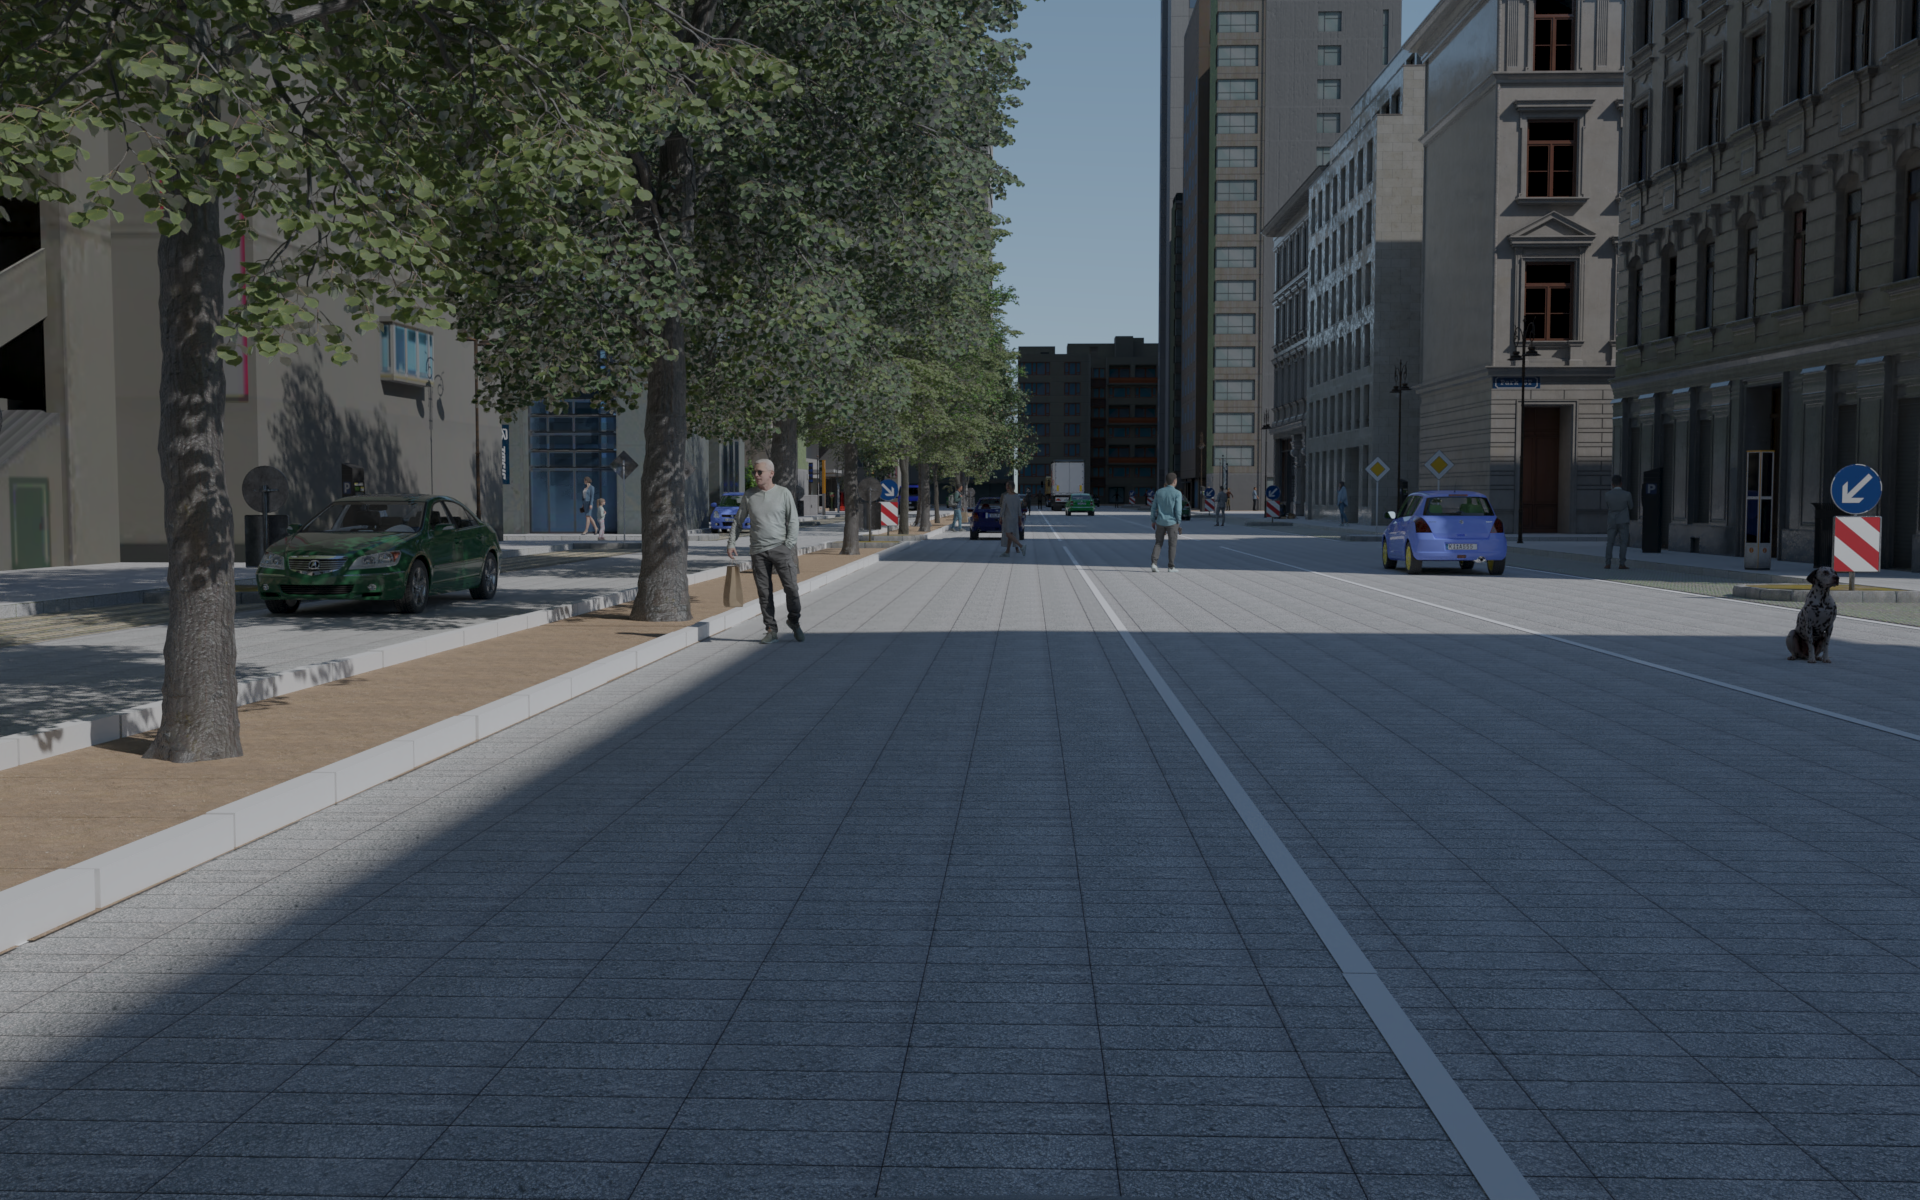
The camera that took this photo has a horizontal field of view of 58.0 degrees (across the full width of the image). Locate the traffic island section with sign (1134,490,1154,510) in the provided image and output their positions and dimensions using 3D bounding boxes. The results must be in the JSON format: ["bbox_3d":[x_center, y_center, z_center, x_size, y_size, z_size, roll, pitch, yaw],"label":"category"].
[{"bbox_3d":[16.907,-8.965,155.207,1.989,1.847,2.006,0,4,2],"label":"traffic island section with sign"}]

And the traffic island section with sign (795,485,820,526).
[{"bbox_3d":[-7.411,-4.300,78.938,1.989,1.847,2.006,0,4,2],"label":"traffic island section with sign"}]

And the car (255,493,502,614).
[{"bbox_3d":[-7.331,-0.640,22.255,2.131,1.459,4.920,0,4,2],"label":"car"}]

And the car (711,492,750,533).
[{"bbox_3d":[-8.194,-3.334,64.101,1.945,1.707,3.694,0,4,0],"label":"car"}]

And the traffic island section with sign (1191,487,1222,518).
[{"bbox_3d":[14.947,-5.896,105.031,1.989,1.847,2.006,0,4,2],"label":"traffic island section with sign"}]

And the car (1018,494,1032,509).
[{"bbox_3d":[5.923,-9.564,168.169,2.131,1.459,4.920,0,4,2],"label":"car"}]

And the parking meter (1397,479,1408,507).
[{"bbox_3d":[17.207,-3.769,67.335,0.255,1.863,0.399,-1,4,-20],"label":"parking meter"}]

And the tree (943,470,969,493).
[{"bbox_3d":[0.392,-10.191,119.441,4.360,8.622,3.978,0,3,0],"label":"tree"}]

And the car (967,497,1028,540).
[{"bbox_3d":[1.192,-2.617,55.370,1.945,1.354,3.894,0,4,1],"label":"car"}]

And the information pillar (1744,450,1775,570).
[{"bbox_3d":[13.468,-1.511,29.193,0.304,2.012,0.304,-1,4,-22],"label":"information pillar"}]

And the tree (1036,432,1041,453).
[{"bbox_3d":[0.101,-11.328,104.673,9.611,12.733,9.660,0,3,0],"label":"tree"}]

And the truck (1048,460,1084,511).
[{"bbox_3d":[9.081,-9.731,148.010,2.839,4.237,11.283,0,4,1],"label":"truck"}]

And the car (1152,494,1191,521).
[{"bbox_3d":[11.645,-5.105,95.265,2.131,1.459,4.920,0,4,2],"label":"car"}]

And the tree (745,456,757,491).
[{"bbox_3d":[-10.526,-5.678,87.437,1.663,3.219,1.824,0,3,0],"label":"tree"}]

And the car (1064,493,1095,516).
[{"bbox_3d":[7.914,-6.466,114.523,1.959,1.807,4.718,0,4,0],"label":"car"}]

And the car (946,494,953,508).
[{"bbox_3d":[-0.471,-10.278,176.847,1.959,1.807,4.718,0,4,1],"label":"car"}]

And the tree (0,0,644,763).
[{"bbox_3d":[-4.214,-5.435,9.449,7.486,12.596,7.792,0,3,0],"label":"tree"}]

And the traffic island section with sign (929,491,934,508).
[{"bbox_3d":[-3.316,-10.698,183.538,1.989,1.847,2.006,0,4,2],"label":"traffic island section with sign"}]

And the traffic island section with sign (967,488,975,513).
[{"bbox_3d":[0.760,-7.383,128.849,2.006,1.907,1.989,0,4,2],"label":"traffic island section with sign"}]

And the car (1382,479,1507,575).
[{"bbox_3d":[8.890,-1.373,32.032,1.945,1.707,3.694,0,4,4],"label":"car"}]

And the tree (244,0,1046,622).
[{"bbox_3d":[-3.387,-6.740,19.307,9.857,13.997,8.962,0,3,0],"label":"tree"}]

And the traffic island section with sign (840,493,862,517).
[{"bbox_3d":[-6.331,-6.007,106.843,1.989,1.847,2.006,0,4,2],"label":"traffic island section with sign"}]

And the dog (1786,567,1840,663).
[{"bbox_3d":[7.417,0.117,14.919,0.513,0.831,0.800,3,5,44],"label":"dog"}]

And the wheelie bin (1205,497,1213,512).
[{"bbox_3d":[17.888,-7.171,125.160,0.693,1.594,0.980,2,4,26],"label":"wheelie bin"}]

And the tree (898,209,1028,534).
[{"bbox_3d":[-1.783,-7.902,57.403,9.928,11.665,9.643,0,3,0],"label":"tree"}]

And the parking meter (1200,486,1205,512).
[{"bbox_3d":[17.417,-7.254,124.313,0.255,1.863,0.399,-1,4,-22],"label":"parking meter"}]

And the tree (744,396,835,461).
[{"bbox_3d":[-10.188,-9.872,95.813,8.767,10.594,7.601,1,4,22],"label":"tree"}]

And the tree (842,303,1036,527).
[{"bbox_3d":[-1.648,-9.541,75.462,9.611,12.733,9.660,0,3,0],"label":"tree"}]

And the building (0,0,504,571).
[{"bbox_3d":[-23.376,-25.193,35.611,21.600,48.544,21.300,0,4,2],"label":"building"}]

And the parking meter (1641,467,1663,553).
[{"bbox_3d":[15.086,-1.961,37.776,0.399,1.863,0.255,3,4,36],"label":"parking meter"}]

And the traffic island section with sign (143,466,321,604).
[{"bbox_3d":[-9.595,-0.903,23.390,1.989,1.847,2.006,0,4,2],"label":"traffic island section with sign"}]

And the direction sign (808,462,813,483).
[{"bbox_3d":[-10.924,-8.080,124.098,0.876,3.537,0.379,1,4,21],"label":"direction sign"}]

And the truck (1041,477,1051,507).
[{"bbox_3d":[10.726,-11.882,190.190,3.469,3.379,9.791,0,4,1],"label":"truck"}]

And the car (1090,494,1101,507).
[{"bbox_3d":[14.513,-11.076,190.885,2.009,1.686,4.222,0,4,4],"label":"car"}]

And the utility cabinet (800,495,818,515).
[{"bbox_3d":[-9.087,-5.681,104.053,1.020,1.237,0.306,0,4,5],"label":"utility cabinet"}]

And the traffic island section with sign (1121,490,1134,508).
[{"bbox_3d":[17.983,-10.632,182.461,1.989,1.847,2.006,0,4,2],"label":"traffic island section with sign"}]

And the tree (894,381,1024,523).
[{"bbox_3d":[-1.066,-9.011,84.201,8.767,10.594,7.601,0,4,2],"label":"tree"}]

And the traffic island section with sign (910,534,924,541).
[{"bbox_3d":[-2.174,-2.791,53.767,2.006,1.907,1.989,0,4,2],"label":"traffic island section with sign"}]

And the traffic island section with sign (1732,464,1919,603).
[{"bbox_3d":[11.745,-0.918,23.629,1.989,1.847,2.006,0,4,2],"label":"traffic island section with sign"}]

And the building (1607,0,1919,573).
[{"bbox_3d":[20.477,-11.274,33.486,9.793,20.994,18.267,0,4,2],"label":"building"}]

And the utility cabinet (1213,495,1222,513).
[{"bbox_3d":[17.543,-6.506,117.527,0.306,1.237,1.020,-1,4,-16],"label":"utility cabinet"}]

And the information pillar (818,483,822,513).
[{"bbox_3d":[-9.208,-6.731,114.551,0.304,2.012,0.304,0,4,1],"label":"information pillar"}]

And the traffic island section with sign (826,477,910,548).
[{"bbox_3d":[-2.473,-2.338,46.366,2.006,1.907,1.989,0,4,2],"label":"traffic island section with sign"}]

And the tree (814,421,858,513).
[{"bbox_3d":[-8.158,-10.332,119.287,4.360,8.622,3.978,0,3,0],"label":"tree"}]

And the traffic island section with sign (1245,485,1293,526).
[{"bbox_3d":[13.893,-4.249,78.096,1.989,1.847,2.006,0,4,2],"label":"traffic island section with sign"}]

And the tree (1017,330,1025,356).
[{"bbox_3d":[-1.420,-8.904,66.157,7.486,12.596,7.792,0,3,0],"label":"tree"}]

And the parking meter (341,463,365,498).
[{"bbox_3d":[-11.328,-1.630,32.369,0.399,1.863,0.255,2,4,35],"label":"parking meter"}]

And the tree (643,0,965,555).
[{"bbox_3d":[-2.653,-7.348,40.720,7.486,12.596,7.792,0,3,0],"label":"tree"}]
